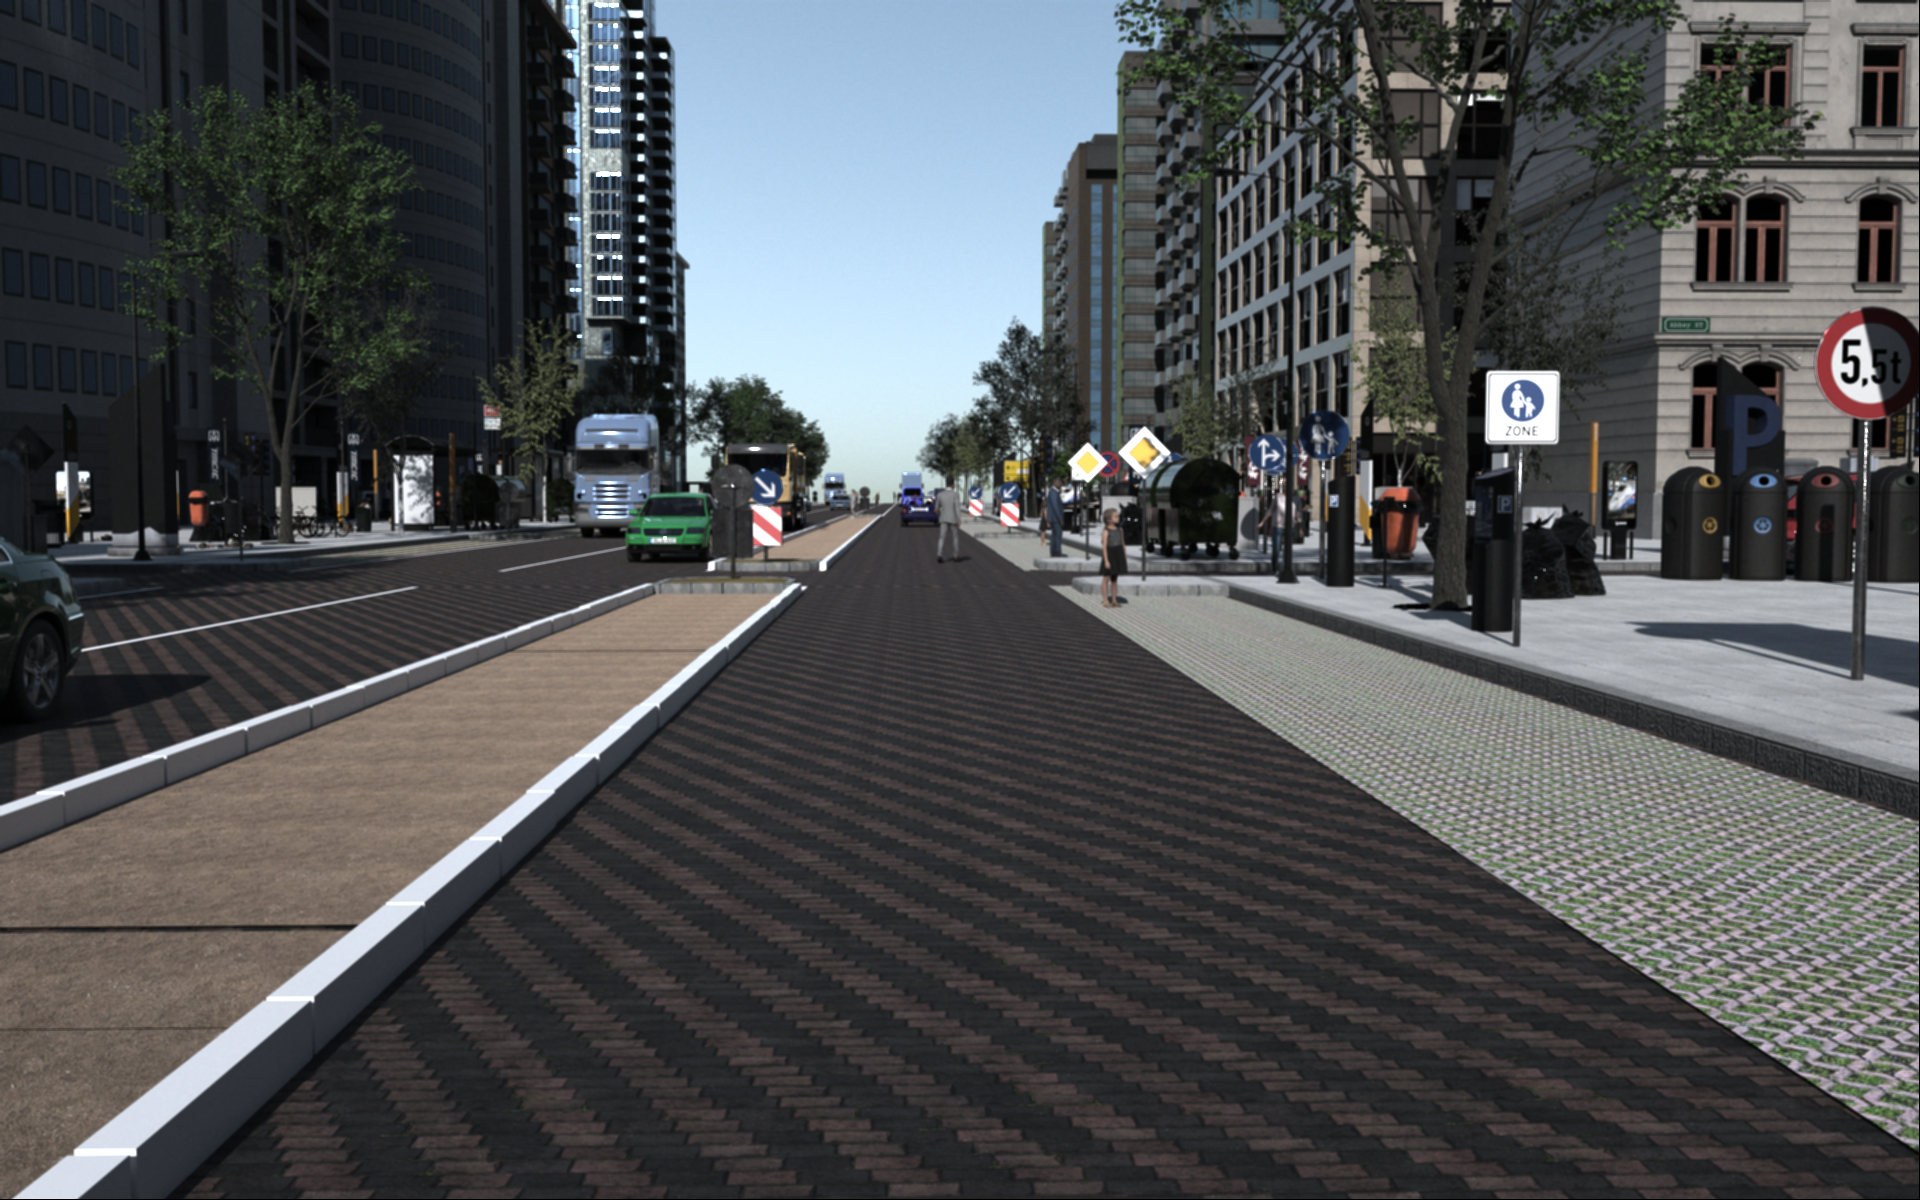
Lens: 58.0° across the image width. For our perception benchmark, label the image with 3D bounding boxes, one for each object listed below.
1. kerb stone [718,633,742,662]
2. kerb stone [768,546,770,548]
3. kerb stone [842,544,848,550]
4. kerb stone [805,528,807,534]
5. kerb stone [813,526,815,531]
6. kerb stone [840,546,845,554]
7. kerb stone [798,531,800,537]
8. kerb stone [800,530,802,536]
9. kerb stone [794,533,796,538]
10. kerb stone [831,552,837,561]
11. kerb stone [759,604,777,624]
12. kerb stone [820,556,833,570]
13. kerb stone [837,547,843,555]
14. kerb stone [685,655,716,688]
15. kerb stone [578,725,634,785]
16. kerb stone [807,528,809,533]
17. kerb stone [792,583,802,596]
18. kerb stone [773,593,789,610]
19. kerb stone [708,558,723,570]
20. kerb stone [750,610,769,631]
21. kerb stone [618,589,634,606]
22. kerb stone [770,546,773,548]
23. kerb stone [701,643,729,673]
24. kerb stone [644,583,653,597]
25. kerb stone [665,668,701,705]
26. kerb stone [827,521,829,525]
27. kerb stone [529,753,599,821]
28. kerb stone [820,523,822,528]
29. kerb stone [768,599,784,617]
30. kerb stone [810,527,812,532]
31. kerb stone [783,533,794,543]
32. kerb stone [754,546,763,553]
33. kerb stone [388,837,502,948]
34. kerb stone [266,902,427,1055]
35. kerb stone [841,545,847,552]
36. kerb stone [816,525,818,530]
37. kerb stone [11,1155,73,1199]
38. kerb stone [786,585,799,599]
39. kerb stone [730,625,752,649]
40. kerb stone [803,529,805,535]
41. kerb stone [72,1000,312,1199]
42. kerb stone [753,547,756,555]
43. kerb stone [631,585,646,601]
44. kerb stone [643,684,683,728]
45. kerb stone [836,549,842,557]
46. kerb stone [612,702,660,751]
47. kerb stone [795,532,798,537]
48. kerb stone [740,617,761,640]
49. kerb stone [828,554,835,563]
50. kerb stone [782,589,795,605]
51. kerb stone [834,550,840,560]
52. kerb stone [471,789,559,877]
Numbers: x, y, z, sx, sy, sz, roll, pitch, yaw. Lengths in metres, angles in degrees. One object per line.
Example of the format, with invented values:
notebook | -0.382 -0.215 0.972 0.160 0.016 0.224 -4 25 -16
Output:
kerb stone | -2.040 0.430 15.170 0.120 0.150 1.000 0 4 -2
kerb stone | -5.037 -1.356 44.368 0.120 0.150 1.000 0 4 -2
kerb stone | -2.879 -1.226 42.320 0.120 0.150 1.000 0 4 -2
kerb stone | -5.548 -2.359 60.769 0.120 0.150 1.000 0 4 -2
kerb stone | -5.710 -2.670 65.876 0.120 0.150 1.000 0 4 -2
kerb stone | -2.816 -1.106 40.277 0.120 0.150 1.000 0 4 -2
kerb stone | -5.415 -2.108 56.666 0.120 0.150 1.000 0 4 -2
kerb stone | -5.441 -2.169 57.691 0.120 0.150 1.000 0 4 -2
kerb stone | -5.354 -1.979 54.623 0.120 0.150 1.000 0 4 -2
kerb stone | -2.695 -0.855 36.179 0.120 0.150 1.000 0 4 -2
kerb stone | -2.169 0.178 19.279 0.120 0.150 1.000 0 4 -2
kerb stone | -2.627 -0.730 34.136 0.120 0.150 1.000 0 4 -2
kerb stone | -2.782 -1.043 39.250 0.120 0.150 1.000 0 4 -2
kerb stone | -1.983 0.555 13.119 0.120 0.150 1.000 0 4 -2
kerb stone | -1.851 0.806 9.021 0.120 0.150 1.000 0 4 -2
kerb stone | -5.577 -2.415 61.791 0.120 0.150 1.000 0 4 -2
kerb stone | -2.324 -0.134 24.404 0.120 0.150 1.000 0 4 -2
kerb stone | -2.232 0.053 21.328 0.120 0.150 1.000 0 4 -2
kerb stone | -4.691 -0.666 33.091 0.120 0.150 1.000 0 4 -2
kerb stone | -2.138 0.241 18.256 0.120 0.150 1.000 0 4 -2
kerb stone | -4.364 -0.002 22.300 0.120 0.150 1.000 0 4 -2
kerb stone | -5.080 -1.418 45.399 0.120 0.150 1.000 0 4 -2
kerb stone | -2.020 0.492 14.148 0.120 0.150 1.000 0 4 -2
kerb stone | -4.421 -0.131 24.344 0.120 0.150 1.000 0 4 -2
kerb stone | -1.946 0.618 12.098 0.120 0.150 1.000 0 4 -2
kerb stone | -6.044 -3.362 77.157 0.120 0.150 1.000 0 4 -2
kerb stone | -1.829 0.869 7.986 0.120 0.150 1.000 0 4 -2
kerb stone | -5.862 -2.985 71.001 0.120 0.150 1.000 0 4 -2
kerb stone | -2.192 0.121 20.307 0.120 0.150 1.000 0 4 -2
kerb stone | -5.646 -2.547 63.833 0.120 0.150 1.000 0 4 -2
kerb stone | -5.323 -1.921 53.596 0.120 0.150 1.000 0 4 -2
kerb stone | -4.980 -1.231 42.322 0.120 0.150 1.000 0 4 -2
kerb stone | -1.757 0.994 5.940 0.120 0.150 1.000 0 4 -2
kerb stone | -1.722 1.057 4.918 0.120 0.150 1.000 0 4 -2
kerb stone | -2.843 -1.168 41.299 0.120 0.150 1.000 0 4 -2
kerb stone | -5.765 -2.796 67.922 0.120 0.150 1.000 0 4 -2
kerb stone | -1.659 1.184 2.872 0.120 0.150 1.000 0 4 -2
kerb stone | -2.296 -0.070 23.372 0.120 0.150 1.000 0 4 -2
kerb stone | -2.076 0.366 16.207 0.120 0.150 1.000 0 4 -2
kerb stone | -5.517 -2.296 59.742 0.120 0.150 1.000 0 4 -2
kerb stone | -1.689 1.119 3.893 0.120 0.150 1.000 0 4 -2
kerb stone | -4.914 -1.105 40.262 0.120 0.150 1.000 0 4 -2
kerb stone | -4.396 -0.069 23.322 0.120 0.150 1.000 0 4 -2
kerb stone | -1.911 0.680 11.076 0.120 0.150 1.000 0 4 -2
kerb stone | -2.750 -0.981 38.227 0.120 0.150 1.000 0 4 -2
kerb stone | -1.890 0.744 10.048 0.120 0.150 1.000 0 4 -2
kerb stone | -5.388 -2.046 55.644 0.120 0.150 1.000 0 4 -2
kerb stone | -2.108 0.305 17.234 0.120 0.150 1.000 0 4 -2
kerb stone | -2.666 -0.789 35.157 0.120 0.150 1.000 0 4 -2
kerb stone | -2.258 -0.003 22.351 0.120 0.150 1.000 0 4 -2
kerb stone | -2.718 -0.918 37.200 0.120 0.150 1.000 0 4 -2
kerb stone | -1.786 0.932 6.965 0.120 0.150 1.000 0 4 -2
